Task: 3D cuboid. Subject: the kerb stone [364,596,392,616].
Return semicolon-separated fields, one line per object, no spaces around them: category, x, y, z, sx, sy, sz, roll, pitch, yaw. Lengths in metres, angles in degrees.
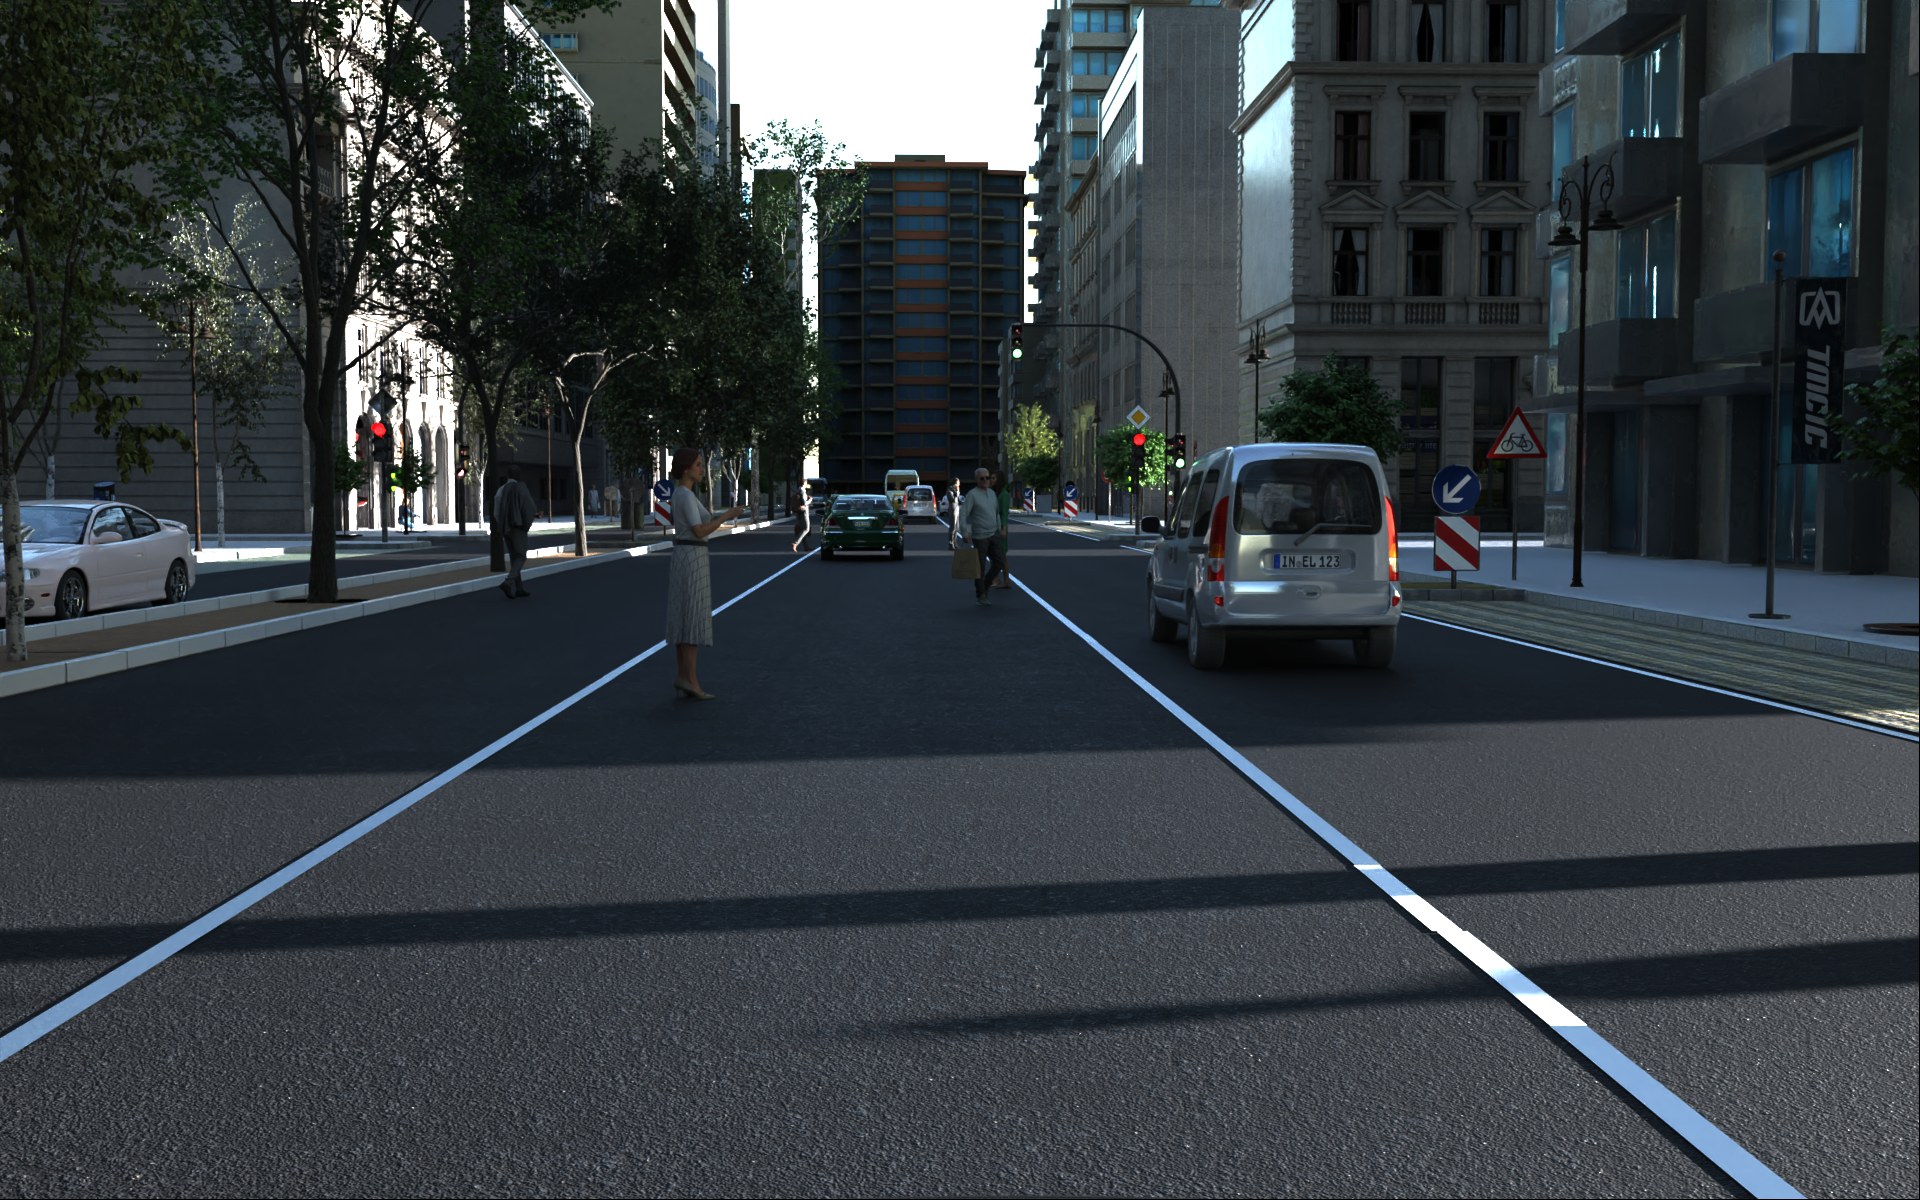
kerb stone;-7.062;0.086;20.798;0.120;0.150;1.000;0;4;-2

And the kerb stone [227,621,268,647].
kerb stone;-6.943;0.336;16.704;0.120;0.150;1.000;0;4;-2

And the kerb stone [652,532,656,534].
kerb stone;-10.250;-2.140;57.190;0.120;0.150;1.000;0;4;-2

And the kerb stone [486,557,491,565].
kerb stone;-9.599;-0.790;35.134;0.120;0.150;1.000;0;4;-2

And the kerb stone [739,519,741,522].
kerb stone;-11.103;-3.891;85.902;0.120;0.150;1.000;0;4;-2

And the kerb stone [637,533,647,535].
kerb stone;-10.194;-2.015;55.144;0.120;0.150;1.000;0;4;-2

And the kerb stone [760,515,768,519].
kerb stone;-11.595;-4.903;102.352;0.120;0.150;1.000;0;4;-2

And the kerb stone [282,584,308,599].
kerb stone;-9.264;-0.103;23.880;0.120;0.150;1.000;0;4;-2

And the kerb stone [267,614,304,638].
kerb stone;-6.979;0.273;17.725;0.120;0.150;1.000;0;4;-2

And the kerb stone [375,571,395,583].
kerb stone;-9.376;-0.353;27.973;0.120;0.150;1.000;0;4;-2

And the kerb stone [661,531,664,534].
kerb stone;-10.311;-2.266;59.237;0.120;0.150;1.000;0;4;-2

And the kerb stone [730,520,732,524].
kerb stone;-10.980;-3.646;81.805;0.120;0.150;1.000;0;4;-2

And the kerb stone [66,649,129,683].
kerb stone;-6.848;0.527;13.638;0.120;0.150;1.000;0;4;-2

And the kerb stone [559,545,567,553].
kerb stone;-9.808;-1.229;42.297;0.120;0.150;1.000;0;4;-2

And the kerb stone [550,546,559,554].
kerb stone;-9.771;-1.167;41.274;0.120;0.150;1.000;0;4;-2

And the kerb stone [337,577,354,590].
kerb stone;-9.324;-0.228;25.923;0.120;0.150;1.000;0;4;-2

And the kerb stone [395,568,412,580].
kerb stone;-9.418;-0.416;28.994;0.120;0.150;1.000;0;4;-2

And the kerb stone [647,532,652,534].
kerb stone;-10.222;-2.072;56.169;0.120;0.150;1.000;0;4;-2

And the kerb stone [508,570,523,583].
kerb stone;-7.271;-0.352;27.964;0.120;0.150;1.000;0;4;-2

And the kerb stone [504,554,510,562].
kerb stone;-9.623;-0.854;36.158;0.120;0.150;1.000;0;4;-2

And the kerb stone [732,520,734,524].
kerb stone;-11.012;-3.708;82.829;0.120;0.150;1.000;0;4;-2

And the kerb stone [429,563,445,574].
kerb stone;-9.473;-0.541;31.043;0.120;0.150;1.000;0;4;-2

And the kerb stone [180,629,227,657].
kerb stone;-6.915;0.398;15.682;0.120;0.150;1.000;0;4;-2

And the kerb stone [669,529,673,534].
kerb stone;-10.372;-2.391;61.287;0.120;0.150;1.000;0;4;-2

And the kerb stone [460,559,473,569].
kerb stone;-9.536;-0.665;33.091;0.120;0.150;1.000;0;4;-2

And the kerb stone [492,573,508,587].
kerb stone;-7.254;-0.289;26.942;0.120;0.150;1.000;0;4;-2

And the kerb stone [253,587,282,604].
kerb stone;-9.225;-0.038;22.859;0.120;0.150;1.000;0;4;-2

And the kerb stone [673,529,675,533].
kerb stone;-10.404;-2.453;62.316;0.120;0.150;1.000;0;4;-2

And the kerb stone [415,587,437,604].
kerb stone;-7.131;-0.037;22.843;0.120;0.150;1.000;0;4;-2

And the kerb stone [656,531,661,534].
kerb stone;-10.283;-2.203;58.213;0.120;0.150;1.000;0;4;-2

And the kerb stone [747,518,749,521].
kerb stone;-11.225;-4.148;90.014;0.120;0.150;1.000;0;4;-2

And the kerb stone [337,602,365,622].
kerb stone;-7.038;0.152;19.775;0.120;0.150;1.000;0;4;-2

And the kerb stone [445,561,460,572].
kerb stone;-9.502;-0.603;32.069;0.120;0.150;1.000;0;4;-2

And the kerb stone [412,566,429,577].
kerb stone;-9.442;-0.472;30.021;0.120;0.150;1.000;0;4;-2

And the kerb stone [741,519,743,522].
kerb stone;-11.137;-3.959;86.930;0.120;0.150;1.000;0;4;-2

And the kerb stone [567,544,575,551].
kerb stone;-9.833;-1.288;43.319;0.120;0.150;1.000;0;4;-2

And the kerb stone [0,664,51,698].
kerb stone;-6.817;0.587;12.607;0.120;0.150;1.000;0;4;-2

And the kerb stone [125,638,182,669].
kerb stone;-6.881;0.461;14.661;0.120;0.150;1.000;0;4;-2

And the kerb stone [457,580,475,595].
kerb stone;-7.192;-0.162;24.886;0.120;0.150;1.000;0;4;-2

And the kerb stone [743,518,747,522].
kerb stone;-11.202;-4.085;88.985;0.120;0.150;1.000;0;4;-2

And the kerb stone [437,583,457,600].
kerb stone;-7.153;-0.102;23.865;0.120;0.150;1.000;0;4;-2

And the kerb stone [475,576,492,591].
kerb stone;-7.218;-0.227;25.908;0.120;0.150;1.000;0;4;-2

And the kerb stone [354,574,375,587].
kerb stone;-9.355;-0.291;26.949;0.120;0.150;1.000;0;4;-2

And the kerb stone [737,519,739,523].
kerb stone;-11.077;-3.830;84.873;0.120;0.150;1.000;0;4;-2

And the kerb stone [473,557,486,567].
kerb stone;-9.565;-0.726;34.112;0.120;0.150;1.000;0;4;-2

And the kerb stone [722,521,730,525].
kerb stone;-10.957;-3.583;80.783;0.120;0.150;1.000;0;4;-2

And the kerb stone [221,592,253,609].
kerb stone;-9.195;0.022;21.837;0.120;0.150;1.000;0;4;-2

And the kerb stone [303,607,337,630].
kerb stone;-7.003;0.211;18.753;0.120;0.150;1.000;0;4;-2

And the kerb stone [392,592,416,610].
kerb stone;-7.095;0.023;21.822;0.120;0.150;1.000;0;4;-2

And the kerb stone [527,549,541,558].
kerb stone;-9.724;-1.039;39.223;0.120;0.150;1.000;0;4;-2

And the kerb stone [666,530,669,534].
kerb stone;-10.340;-2.328;60.259;0.120;0.150;1.000;0;4;-2

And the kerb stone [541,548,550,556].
kerb stone;-9.752;-1.104;40.245;0.120;0.150;1.000;0;4;-2

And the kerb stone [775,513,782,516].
kerb stone;-11.934;-5.592;113.618;0.120;0.150;1.000;0;4;-2
